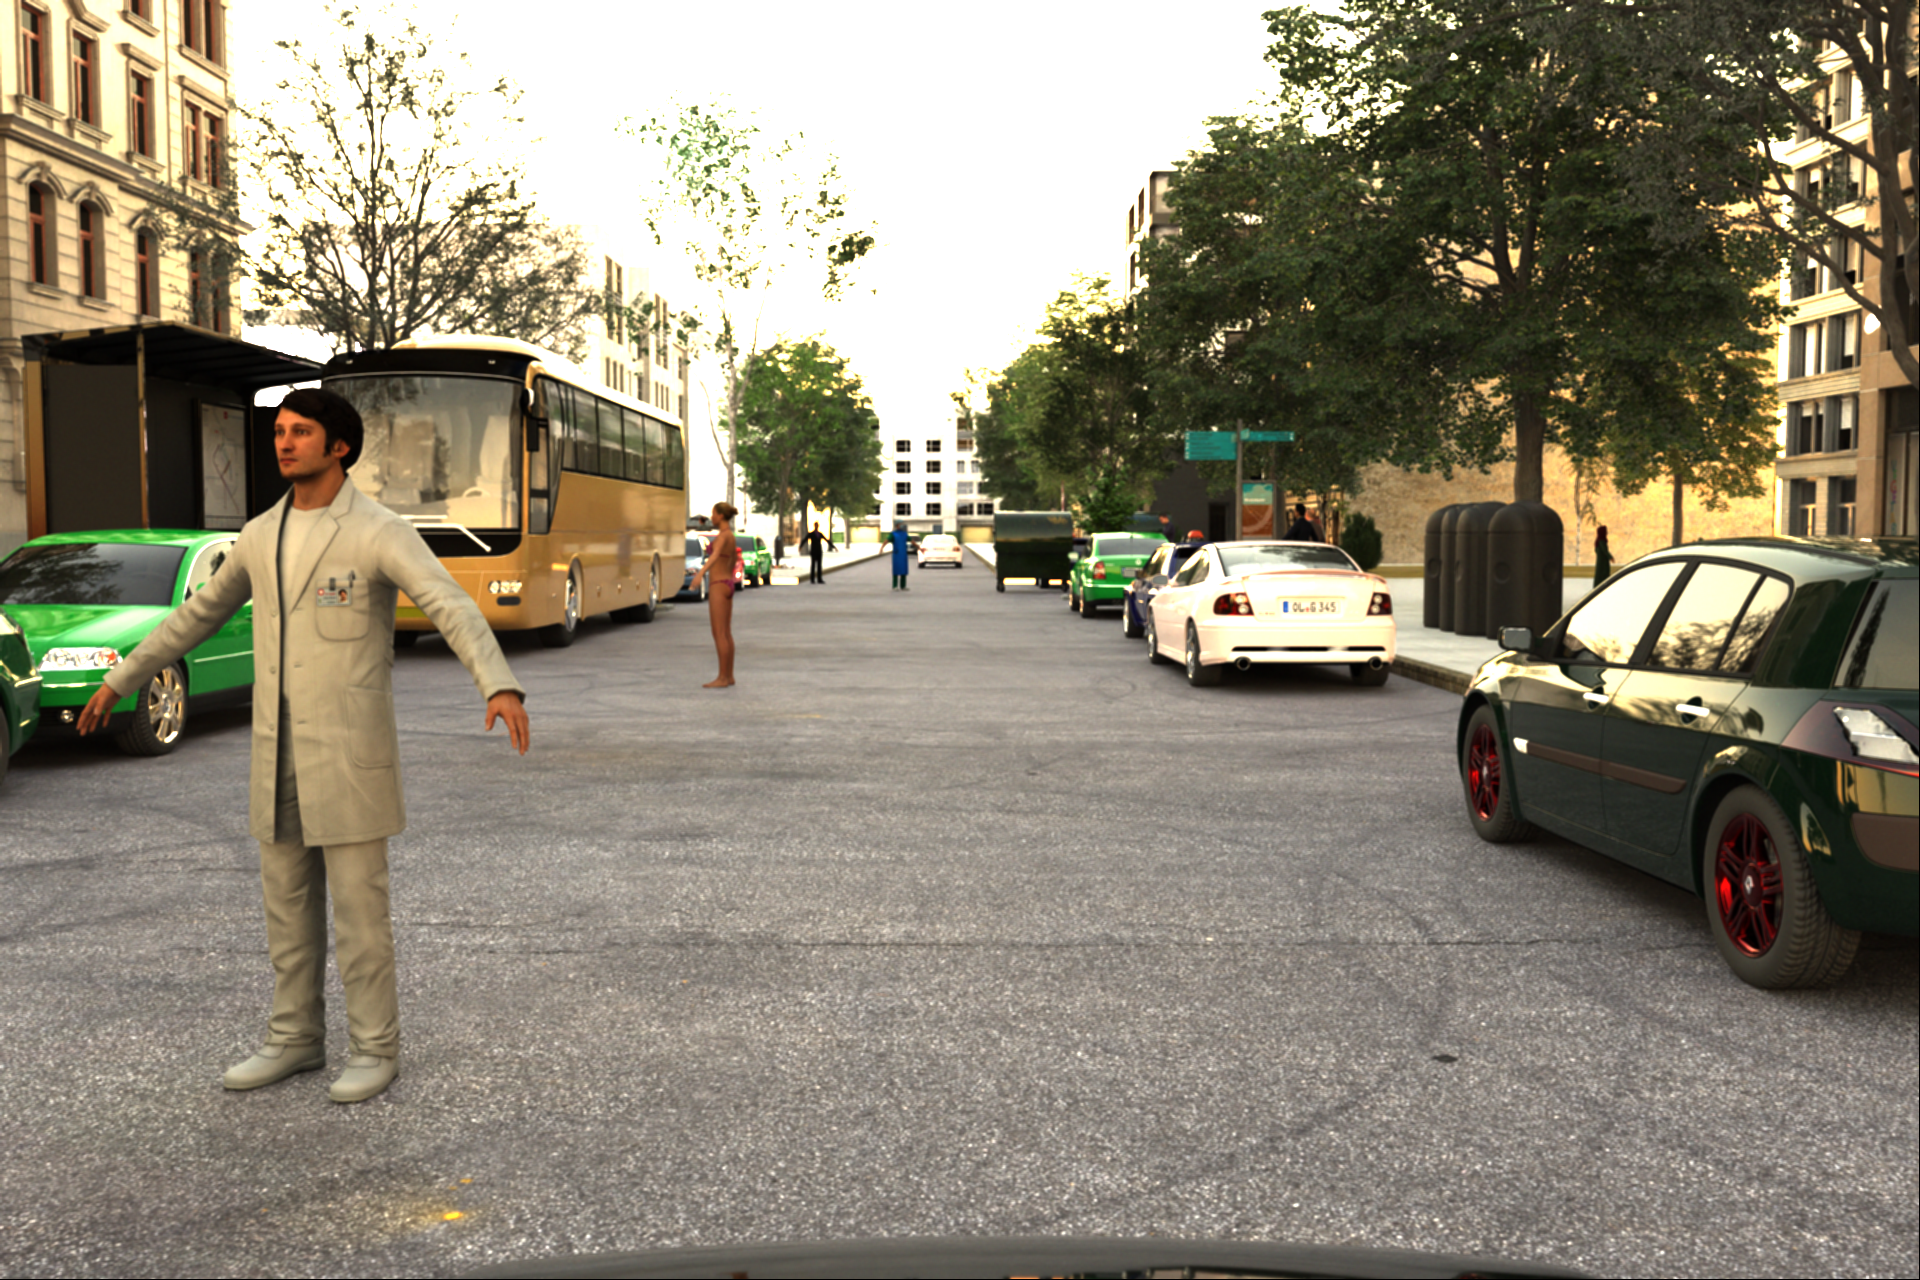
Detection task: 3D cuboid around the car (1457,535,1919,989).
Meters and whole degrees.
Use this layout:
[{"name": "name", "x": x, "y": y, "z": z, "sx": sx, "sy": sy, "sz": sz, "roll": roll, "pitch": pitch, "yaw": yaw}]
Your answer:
[{"name": "car", "x": 3.304, "y": 0.179, "z": 6.858, "sx": 2.009, "sy": 1.686, "sz": 4.222, "roll": 0, "pitch": 4, "yaw": -1}]

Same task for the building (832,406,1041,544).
[{"name": "building", "x": -1.193, "y": -23.114, "z": 246.823, "sx": 31.486, "sy": 18.905, "sz": 16.747, "roll": 0, "pitch": 4, "yaw": 6}]

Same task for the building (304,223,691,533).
[{"name": "building", "x": -28.799, "y": -15.174, "z": 114.556, "sx": 16.747, "sy": 18.905, "sz": 31.486, "roll": 0, "pitch": 4, "yaw": 0}]

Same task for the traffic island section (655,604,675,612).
[{"name": "traffic island section", "x": -6.442, "y": -0.598, "z": 32.650, "sx": 1.991, "sy": 0.108, "sz": 1.994, "roll": 0, "pitch": 4, "yaw": -1}]

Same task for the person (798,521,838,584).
[{"name": "person", "x": -4.152, "y": -2.542, "z": 50.239, "sx": 1.346, "sy": 1.802, "sz": 0.704, "roll": -3, "pitch": 4, "yaw": -36}]

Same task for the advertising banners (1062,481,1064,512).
[{"name": "advertising banners", "x": 3.355, "y": -3.776, "z": 57.920, "sx": 0.090, "sy": 3.025, "sz": 2.074, "roll": 0, "pitch": 4, "yaw": -1}]

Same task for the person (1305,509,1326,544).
[{"name": "person", "x": 6.569, "y": -1.604, "z": 32.829, "sx": 0.990, "sy": 1.755, "sz": 0.434, "roll": -2, "pitch": 4, "yaw": -28}]

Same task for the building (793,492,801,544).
[{"name": "building", "x": -25.336, "y": -21.872, "z": 214.030, "sx": 16.016, "sy": 20.090, "sz": 11.380, "roll": 0, "pitch": 4, "yaw": -1}]

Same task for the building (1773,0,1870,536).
[{"name": "building", "x": 27.984, "y": -11.952, "z": 42.096, "sx": 8.464, "sy": 21.280, "sz": 15.925, "roll": 0, "pitch": 4, "yaw": 0}]

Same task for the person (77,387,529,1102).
[{"name": "person", "x": -1.671, "y": 0.254, "z": 4.488, "sx": 1.347, "sy": 1.806, "sz": 0.705, "roll": 1, "pitch": 4, "yaw": 18}]

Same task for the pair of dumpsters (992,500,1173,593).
[{"name": "pair of dumpsters", "x": 3.019, "y": -2.323, "z": 42.929, "sx": 4.436, "sy": 2.255, "sz": 1.574, "roll": 0, "pitch": 4, "yaw": -1}]

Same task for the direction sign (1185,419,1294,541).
[{"name": "direction sign", "x": 6.486, "y": -3.115, "z": 39.692, "sx": 2.525, "sy": 3.948, "sz": 1.411, "roll": 0, "pitch": 4, "yaw": 0}]

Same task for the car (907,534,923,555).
[{"name": "car", "x": -3.091, "y": -5.899, "z": 106.236, "sx": 2.009, "sy": 1.686, "sz": 4.222, "roll": 0, "pitch": 4, "yaw": -1}]

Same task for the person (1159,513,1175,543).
[{"name": "person", "x": 4.695, "y": -2.053, "z": 40.054, "sx": 0.568, "sy": 1.767, "sz": 0.683, "roll": -1, "pitch": 4, "yaw": -11}]

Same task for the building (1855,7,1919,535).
[{"name": "building", "x": 27.423, "y": -13.067, "z": 16.846, "sx": 19.350, "sy": 26.588, "sz": 34.151, "roll": 0, "pitch": 4, "yaw": 0}]

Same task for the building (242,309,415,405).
[{"name": "building", "x": -27.663, "y": -8.356, "z": 78.773, "sx": 9.099, "sy": 9.664, "sz": 28.070, "roll": 0, "pitch": 4, "yaw": 0}]

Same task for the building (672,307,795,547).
[{"name": "building", "x": -27.035, "y": -21.198, "z": 177.520, "sx": 19.493, "sy": 23.208, "sz": 18.063, "roll": 0, "pitch": 4, "yaw": -1}]

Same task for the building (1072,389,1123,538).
[{"name": "building", "x": 21.773, "y": -21.736, "z": 186.314, "sx": 19.493, "sy": 23.208, "sz": 18.063, "roll": 0, "pitch": 4, "yaw": 0}]

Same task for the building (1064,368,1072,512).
[{"name": "building", "x": 24.105, "y": -22.877, "z": 218.016, "sx": 27.936, "sy": 21.610, "sz": 32.646, "roll": 0, "pitch": 4, "yaw": -1}]

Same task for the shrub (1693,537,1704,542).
[{"name": "shrub", "x": 25.575, "y": -2.973, "z": 59.728, "sx": 1.383, "sy": 1.207, "sz": 1.383, "roll": 0, "pitch": 3, "yaw": 0}]

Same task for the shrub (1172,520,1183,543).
[{"name": "shrub", "x": 6.596, "y": -3.226, "z": 57.168, "sx": 1.690, "sy": 2.028, "sz": 1.600, "roll": 0, "pitch": 3, "yaw": 0}]

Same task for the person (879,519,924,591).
[{"name": "person", "x": -1.517, "y": -2.168, "z": 44.028, "sx": 1.347, "sy": 1.817, "sz": 0.704, "roll": -2, "pitch": 4, "yaw": -35}]

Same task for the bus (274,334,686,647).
[{"name": "bus", "x": -6.150, "y": -2.056, "z": 25.157, "sx": 2.896, "sy": 3.916, "sz": 12.252, "roll": 0, "pitch": 4, "yaw": 0}]

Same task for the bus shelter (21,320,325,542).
[{"name": "bus shelter", "x": -9.561, "y": -1.887, "z": 22.143, "sx": 1.731, "sy": 3.624, "sz": 6.357, "roll": 0, "pitch": 4, "yaw": -1}]

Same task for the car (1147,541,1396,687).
[{"name": "car", "x": 3.054, "y": -0.324, "z": 17.652, "sx": 2.083, "sy": 1.381, "sz": 4.827, "roll": 0, "pitch": 4, "yaw": -1}]

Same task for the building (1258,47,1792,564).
[{"name": "building", "x": 25.383, "y": -15.367, "z": 82.181, "sx": 19.493, "sy": 23.208, "sz": 18.063, "roll": 0, "pitch": 4, "yaw": -1}]

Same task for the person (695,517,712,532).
[{"name": "person", "x": -7.604, "y": -2.743, "z": 51.113, "sx": 0.705, "sy": 1.796, "sz": 1.348, "roll": 3, "pitch": 5, "yaw": 40}]

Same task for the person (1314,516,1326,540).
[{"name": "person", "x": 10.184, "y": -2.658, "z": 49.606, "sx": 0.704, "sy": 1.811, "sz": 1.347, "roll": -1, "pitch": 4, "yaw": -16}]

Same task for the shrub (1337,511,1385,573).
[{"name": "shrub", "x": 13.222, "y": -3.257, "z": 57.290, "sx": 1.661, "sy": 2.075, "sz": 1.752, "roll": 0, "pitch": 3, "yaw": 0}]

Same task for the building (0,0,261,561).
[{"name": "building", "x": -28.308, "y": -15.579, "z": 42.106, "sx": 14.401, "sy": 28.519, "sz": 23.554, "roll": 0, "pitch": 4, "yaw": 0}]

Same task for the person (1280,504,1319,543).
[{"name": "person", "x": 6.043, "y": -1.521, "z": 30.911, "sx": 1.345, "sy": 1.823, "sz": 0.704, "roll": -3, "pitch": 5, "yaw": -41}]

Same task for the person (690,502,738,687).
[{"name": "person", "x": -2.318, "y": -0.431, "z": 16.311, "sx": 0.721, "sy": 1.733, "sz": 1.217, "roll": 0, "pitch": 4, "yaw": 7}]

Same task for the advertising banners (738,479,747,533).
[{"name": "advertising banners", "x": -6.878, "y": -3.588, "z": 54.850, "sx": 0.090, "sy": 3.025, "sz": 2.074, "roll": 0, "pitch": 4, "yaw": -1}]

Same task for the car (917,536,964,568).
[{"name": "car", "x": -0.845, "y": -3.761, "z": 73.847, "sx": 2.083, "sy": 1.381, "sz": 4.827, "roll": 0, "pitch": 4, "yaw": -1}]

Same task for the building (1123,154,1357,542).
[{"name": "building", "x": 24.043, "y": -16.268, "z": 109.959, "sx": 27.936, "sy": 21.610, "sz": 32.646, "roll": 0, "pitch": 4, "yaw": -1}]

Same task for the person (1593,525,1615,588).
[{"name": "person", "x": 11.512, "y": -1.326, "z": 30.890, "sx": 0.599, "sy": 1.438, "sz": 0.989, "roll": 0, "pitch": 4, "yaw": 7}]
